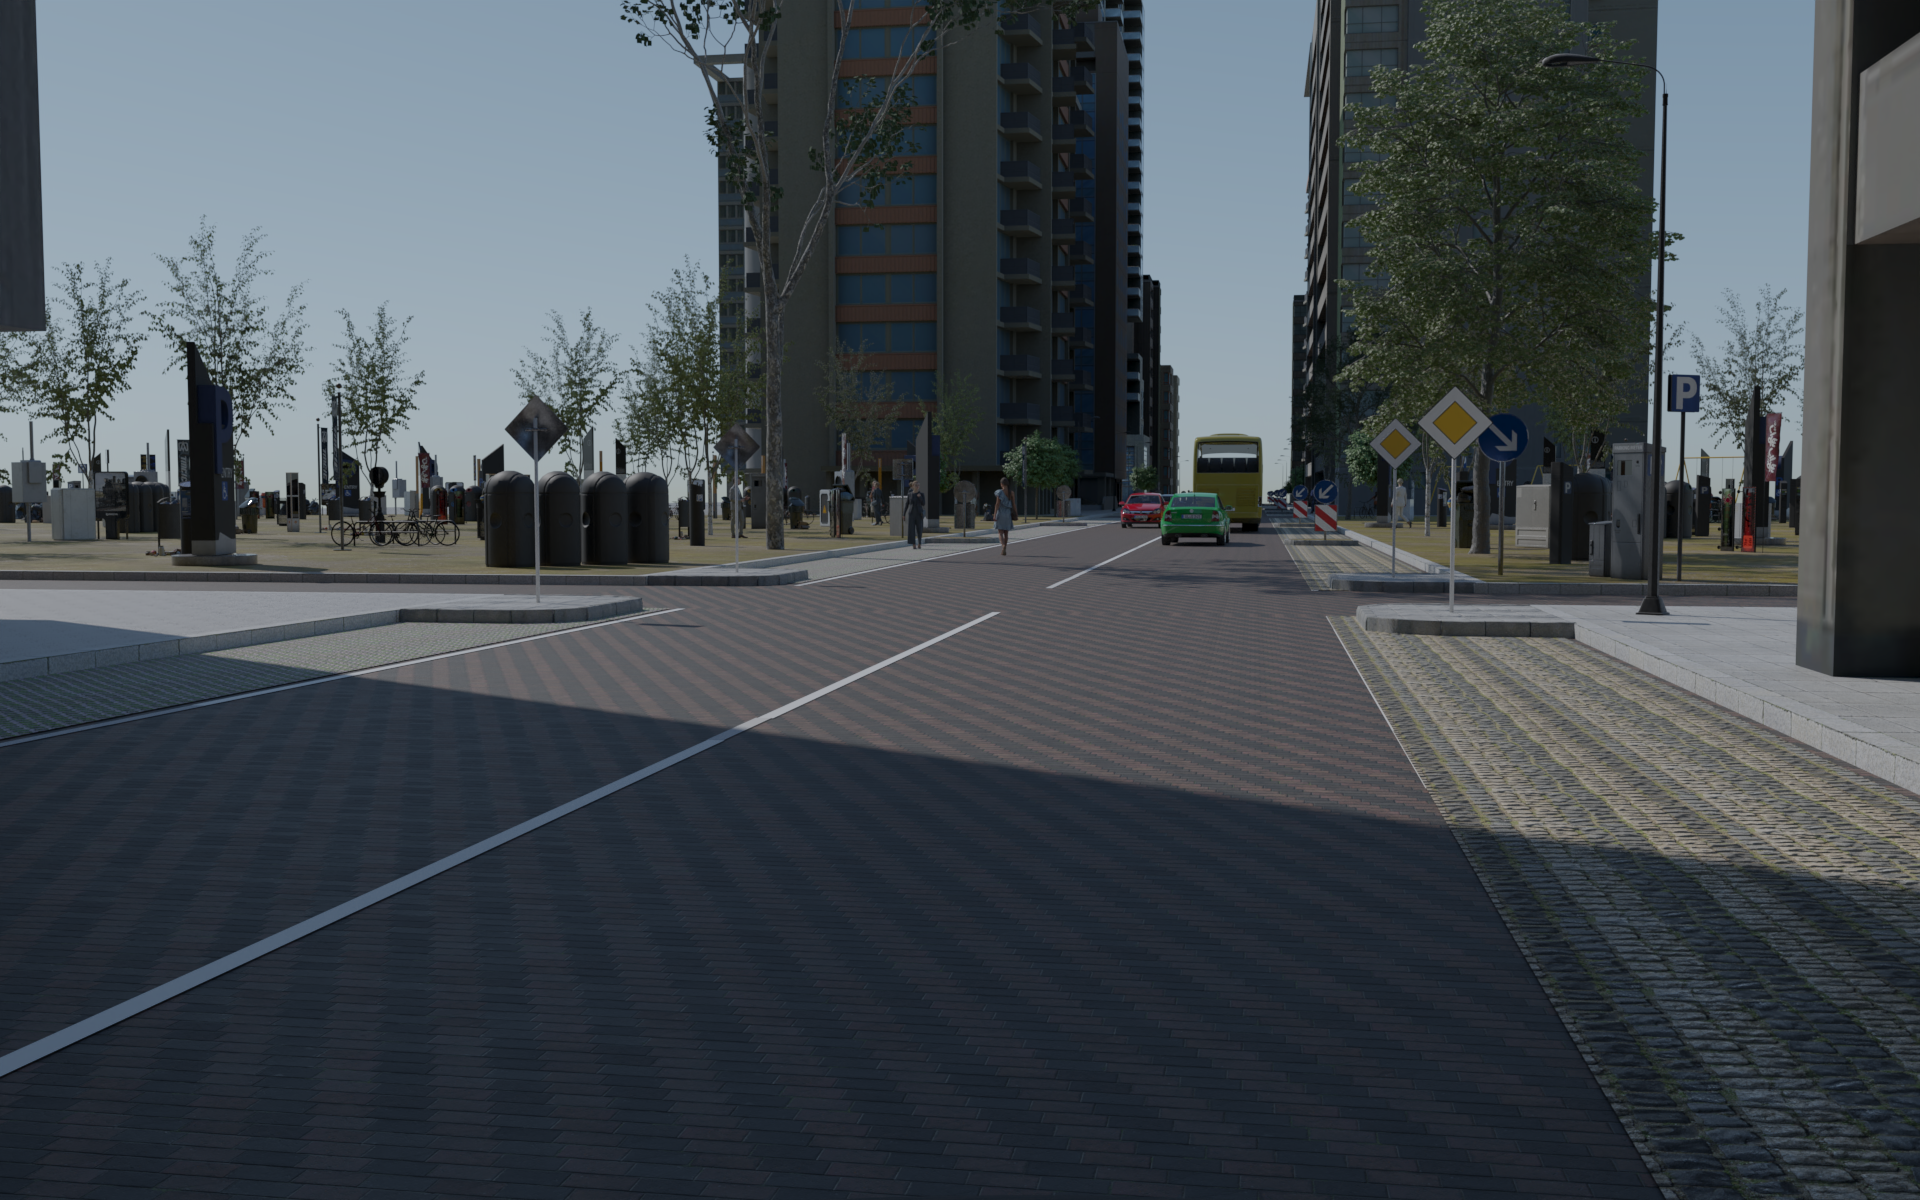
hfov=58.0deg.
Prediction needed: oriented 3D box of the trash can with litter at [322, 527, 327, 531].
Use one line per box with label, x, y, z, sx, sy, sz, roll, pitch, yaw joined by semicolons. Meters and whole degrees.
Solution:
trash can with litter;-21.856;-3.103;61.793;1.678;1.210;2.233;3;5;43

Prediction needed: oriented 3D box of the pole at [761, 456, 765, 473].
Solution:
pole;-10.445;-6.005;92.025;0.158;3.312;0.155;0;3;0

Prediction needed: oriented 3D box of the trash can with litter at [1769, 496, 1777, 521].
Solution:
trash can with litter;39.382;-4.441;83.997;0.624;1.170;1.055;0;4;7

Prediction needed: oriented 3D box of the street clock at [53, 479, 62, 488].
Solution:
street clock;-43.207;-4.795;82.965;0.358;2.002;0.471;-1;4;-9

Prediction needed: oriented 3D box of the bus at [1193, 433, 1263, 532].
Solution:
bus;10.720;-4.748;69.177;2.896;3.916;12.252;1;4;9

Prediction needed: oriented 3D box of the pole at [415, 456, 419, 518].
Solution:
pole;-29.000;-6.044;92.662;0.158;3.312;0.155;0;3;0

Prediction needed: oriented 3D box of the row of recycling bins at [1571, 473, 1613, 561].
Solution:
row of recycling bins;12.586;-1.696;34.847;1.069;1.692;3.534;1;4;20

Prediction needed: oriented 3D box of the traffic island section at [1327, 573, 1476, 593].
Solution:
traffic island section;6.705;-0.265;26.621;2.009;0.180;2.903;1;4;10

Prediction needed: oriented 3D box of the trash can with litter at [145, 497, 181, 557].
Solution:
trash can with litter;-16.265;-1.563;36.610;1.678;1.210;2.233;3;4;36

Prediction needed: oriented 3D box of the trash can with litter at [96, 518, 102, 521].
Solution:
trash can with litter;-41.026;-4.338;82.319;0.624;1.170;1.055;-3;5;-41

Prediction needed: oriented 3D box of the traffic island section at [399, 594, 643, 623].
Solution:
traffic island section;-5.027;0.108;20.517;2.009;0.180;2.903;1;4;10

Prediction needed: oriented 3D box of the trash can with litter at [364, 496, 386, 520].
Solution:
trash can with litter;-27.103;-4.202;80.086;0.624;1.170;1.055;2;4;32

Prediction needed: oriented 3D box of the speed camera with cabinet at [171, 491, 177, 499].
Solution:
speed camera with cabinet;-49.126;-7.015;109.035;2.038;3.252;0.660;2;4;32

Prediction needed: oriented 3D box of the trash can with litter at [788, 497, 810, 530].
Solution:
trash can with litter;-5.786;-3.153;62.936;0.624;1.170;1.055;-3;4;-36

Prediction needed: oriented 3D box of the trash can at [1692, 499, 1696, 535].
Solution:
trash can;22.834;-2.592;54.032;0.748;1.137;0.748;0;3;0

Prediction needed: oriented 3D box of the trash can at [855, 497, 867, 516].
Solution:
trash can;-5.526;-5.209;96.828;0.748;1.137;0.748;0;3;0

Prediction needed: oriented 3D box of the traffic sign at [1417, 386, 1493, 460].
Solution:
traffic sign;5.340;-1.008;18.671;0.795;2.593;0.064;1;4;10

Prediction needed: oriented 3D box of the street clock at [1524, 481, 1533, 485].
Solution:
street clock;31.913;-5.673;97.323;0.471;2.002;0.358;2;4;29

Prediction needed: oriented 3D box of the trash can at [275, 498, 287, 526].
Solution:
trash can;-27.124;-3.541;69.549;0.748;1.137;0.748;0;3;0

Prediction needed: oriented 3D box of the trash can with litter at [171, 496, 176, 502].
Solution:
trash can with litter;-37.152;-4.265;81.113;0.624;1.170;1.055;2;4;28

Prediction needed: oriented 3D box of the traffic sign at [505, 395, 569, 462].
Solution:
traffic sign;-5.003;-1.117;20.446;0.795;2.593;0.064;1;4;10

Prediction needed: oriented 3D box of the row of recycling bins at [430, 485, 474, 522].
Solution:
row of recycling bins;-23.264;-4.543;81.387;3.534;1.692;1.069;1;4;13

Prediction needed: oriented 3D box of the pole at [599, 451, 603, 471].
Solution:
pole;-16.910;-5.369;81.622;0.158;3.312;0.155;0;3;0

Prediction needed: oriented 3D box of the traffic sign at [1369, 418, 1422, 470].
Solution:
traffic sign;6.680;-1.489;26.543;0.795;2.593;0.064;1;4;10

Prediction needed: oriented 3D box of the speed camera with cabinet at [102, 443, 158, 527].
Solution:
speed camera with cabinet;-31.888;-4.414;66.502;2.038;3.252;0.660;1;4;9

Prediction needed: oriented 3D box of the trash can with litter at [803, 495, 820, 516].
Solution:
trash can with litter;-9.060;-5.650;103.431;1.678;1.210;2.233;-2;4;-28

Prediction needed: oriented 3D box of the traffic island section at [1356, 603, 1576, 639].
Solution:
traffic island section;5.364;0.216;18.749;2.009;0.180;2.903;1;4;10

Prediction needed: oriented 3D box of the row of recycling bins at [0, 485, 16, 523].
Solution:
row of recycling bins;-43.636;-4.337;78.024;3.534;1.692;1.069;3;4;38

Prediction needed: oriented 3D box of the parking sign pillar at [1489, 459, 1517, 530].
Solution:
parking sign pillar;19.367;-4.518;62.345;1.447;3.967;1.447;-1;4;-19

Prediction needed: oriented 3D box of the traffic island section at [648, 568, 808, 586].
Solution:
traffic island section;-3.687;-0.374;28.389;2.009;0.180;2.903;1;4;10

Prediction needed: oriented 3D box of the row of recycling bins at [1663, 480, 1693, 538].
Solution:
row of recycling bins;19.653;-2.633;50.166;3.534;1.692;1.069;-1;4;-21

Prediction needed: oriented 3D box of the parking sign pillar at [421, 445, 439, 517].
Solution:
parking sign pillar;-29.586;-6.617;96.659;1.447;3.967;1.447;1;4;10

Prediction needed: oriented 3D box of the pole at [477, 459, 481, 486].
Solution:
pole;-27.722;-6.485;99.877;0.158;3.312;0.155;0;3;0

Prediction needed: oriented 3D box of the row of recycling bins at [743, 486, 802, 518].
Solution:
row of recycling bins;-10.240;-5.345;94.498;3.534;1.692;1.069;1;4;21

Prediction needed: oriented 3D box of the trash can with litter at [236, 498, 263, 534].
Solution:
trash can with litter;-23.012;-2.706;55.626;0.624;1.170;1.055;3;4;37

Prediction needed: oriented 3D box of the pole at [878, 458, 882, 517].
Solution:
pole;-4.562;-6.419;98.790;0.158;3.312;0.155;0;3;0

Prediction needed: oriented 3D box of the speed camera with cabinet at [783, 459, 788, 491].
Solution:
speed camera with cabinet;-10.018;-6.388;98.775;0.660;3.252;2.038;0;4;7

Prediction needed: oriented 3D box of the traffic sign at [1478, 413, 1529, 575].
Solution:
traffic sign;8.552;-1.665;27.327;0.768;2.556;0.104;1;4;18

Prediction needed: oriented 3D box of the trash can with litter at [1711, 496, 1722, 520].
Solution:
trash can with litter;37.253;-4.499;84.941;1.055;1.170;0.624;-2;4;-32

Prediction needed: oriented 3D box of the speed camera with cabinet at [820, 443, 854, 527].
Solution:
speed camera with cabinet;-4.814;-4.487;67.695;0.660;3.252;2.038;-2;4;-29

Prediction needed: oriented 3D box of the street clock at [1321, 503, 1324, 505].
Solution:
street clock;20.359;-5.656;97.048;0.358;2.002;0.471;2;4;30

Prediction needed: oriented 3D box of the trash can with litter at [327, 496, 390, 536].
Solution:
trash can with litter;-18.199;-2.627;54.011;1.678;1.210;2.233;1;4;20

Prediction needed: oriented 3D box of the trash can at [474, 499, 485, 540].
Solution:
trash can;-13.104;-2.229;48.099;0.748;1.137;0.748;0;3;0

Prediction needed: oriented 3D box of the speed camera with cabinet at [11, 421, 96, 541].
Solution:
speed camera with cabinet;-24.957;-3.263;47.693;0.660;3.252;2.038;2;4;32

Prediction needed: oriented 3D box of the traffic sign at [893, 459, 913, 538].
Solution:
traffic sign;-1.664;-2.943;50.243;0.606;2.300;0.079;1;4;14

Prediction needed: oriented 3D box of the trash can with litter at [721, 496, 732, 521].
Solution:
trash can with litter;-11.105;-4.435;83.897;1.055;1.170;0.624;3;5;42

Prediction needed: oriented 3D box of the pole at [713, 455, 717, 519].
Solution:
pole;-12.780;-5.901;90.322;0.158;3.312;0.155;0;3;0

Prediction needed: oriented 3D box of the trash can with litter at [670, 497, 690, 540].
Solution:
trash can with litter;-8.097;-2.318;48.954;1.678;1.210;2.233;1;4;22

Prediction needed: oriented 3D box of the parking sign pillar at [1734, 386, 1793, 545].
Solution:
parking sign pillar;20.153;-3.384;43.805;1.447;3.967;1.447;1;4;16

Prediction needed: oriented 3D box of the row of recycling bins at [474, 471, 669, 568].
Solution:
row of recycling bins;-6.849;-1.482;31.346;3.534;1.692;1.069;-3;5;-41

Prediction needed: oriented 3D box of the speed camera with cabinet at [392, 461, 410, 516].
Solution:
speed camera with cabinet;-32.982;-6.664;103.295;2.038;3.252;0.660;2;4;33

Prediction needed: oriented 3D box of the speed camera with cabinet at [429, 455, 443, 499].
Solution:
speed camera with cabinet;-25.675;-5.684;87.261;2.038;3.252;0.660;-1;4;-19

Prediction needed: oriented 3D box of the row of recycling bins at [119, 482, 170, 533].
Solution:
row of recycling bins;-27.572;-3.140;58.447;1.069;1.692;3.534;0;4;-4

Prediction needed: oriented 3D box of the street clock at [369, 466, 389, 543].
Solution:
street clock;-15.271;-2.507;45.567;0.471;2.002;0.358;1;4;19

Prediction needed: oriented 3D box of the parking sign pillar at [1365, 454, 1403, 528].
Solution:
parking sign pillar;16.228;-4.753;66.181;1.447;3.967;1.447;1;4;20

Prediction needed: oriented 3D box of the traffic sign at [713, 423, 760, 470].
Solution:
traffic sign;-3.662;-1.598;28.318;0.795;2.593;0.064;1;4;10
